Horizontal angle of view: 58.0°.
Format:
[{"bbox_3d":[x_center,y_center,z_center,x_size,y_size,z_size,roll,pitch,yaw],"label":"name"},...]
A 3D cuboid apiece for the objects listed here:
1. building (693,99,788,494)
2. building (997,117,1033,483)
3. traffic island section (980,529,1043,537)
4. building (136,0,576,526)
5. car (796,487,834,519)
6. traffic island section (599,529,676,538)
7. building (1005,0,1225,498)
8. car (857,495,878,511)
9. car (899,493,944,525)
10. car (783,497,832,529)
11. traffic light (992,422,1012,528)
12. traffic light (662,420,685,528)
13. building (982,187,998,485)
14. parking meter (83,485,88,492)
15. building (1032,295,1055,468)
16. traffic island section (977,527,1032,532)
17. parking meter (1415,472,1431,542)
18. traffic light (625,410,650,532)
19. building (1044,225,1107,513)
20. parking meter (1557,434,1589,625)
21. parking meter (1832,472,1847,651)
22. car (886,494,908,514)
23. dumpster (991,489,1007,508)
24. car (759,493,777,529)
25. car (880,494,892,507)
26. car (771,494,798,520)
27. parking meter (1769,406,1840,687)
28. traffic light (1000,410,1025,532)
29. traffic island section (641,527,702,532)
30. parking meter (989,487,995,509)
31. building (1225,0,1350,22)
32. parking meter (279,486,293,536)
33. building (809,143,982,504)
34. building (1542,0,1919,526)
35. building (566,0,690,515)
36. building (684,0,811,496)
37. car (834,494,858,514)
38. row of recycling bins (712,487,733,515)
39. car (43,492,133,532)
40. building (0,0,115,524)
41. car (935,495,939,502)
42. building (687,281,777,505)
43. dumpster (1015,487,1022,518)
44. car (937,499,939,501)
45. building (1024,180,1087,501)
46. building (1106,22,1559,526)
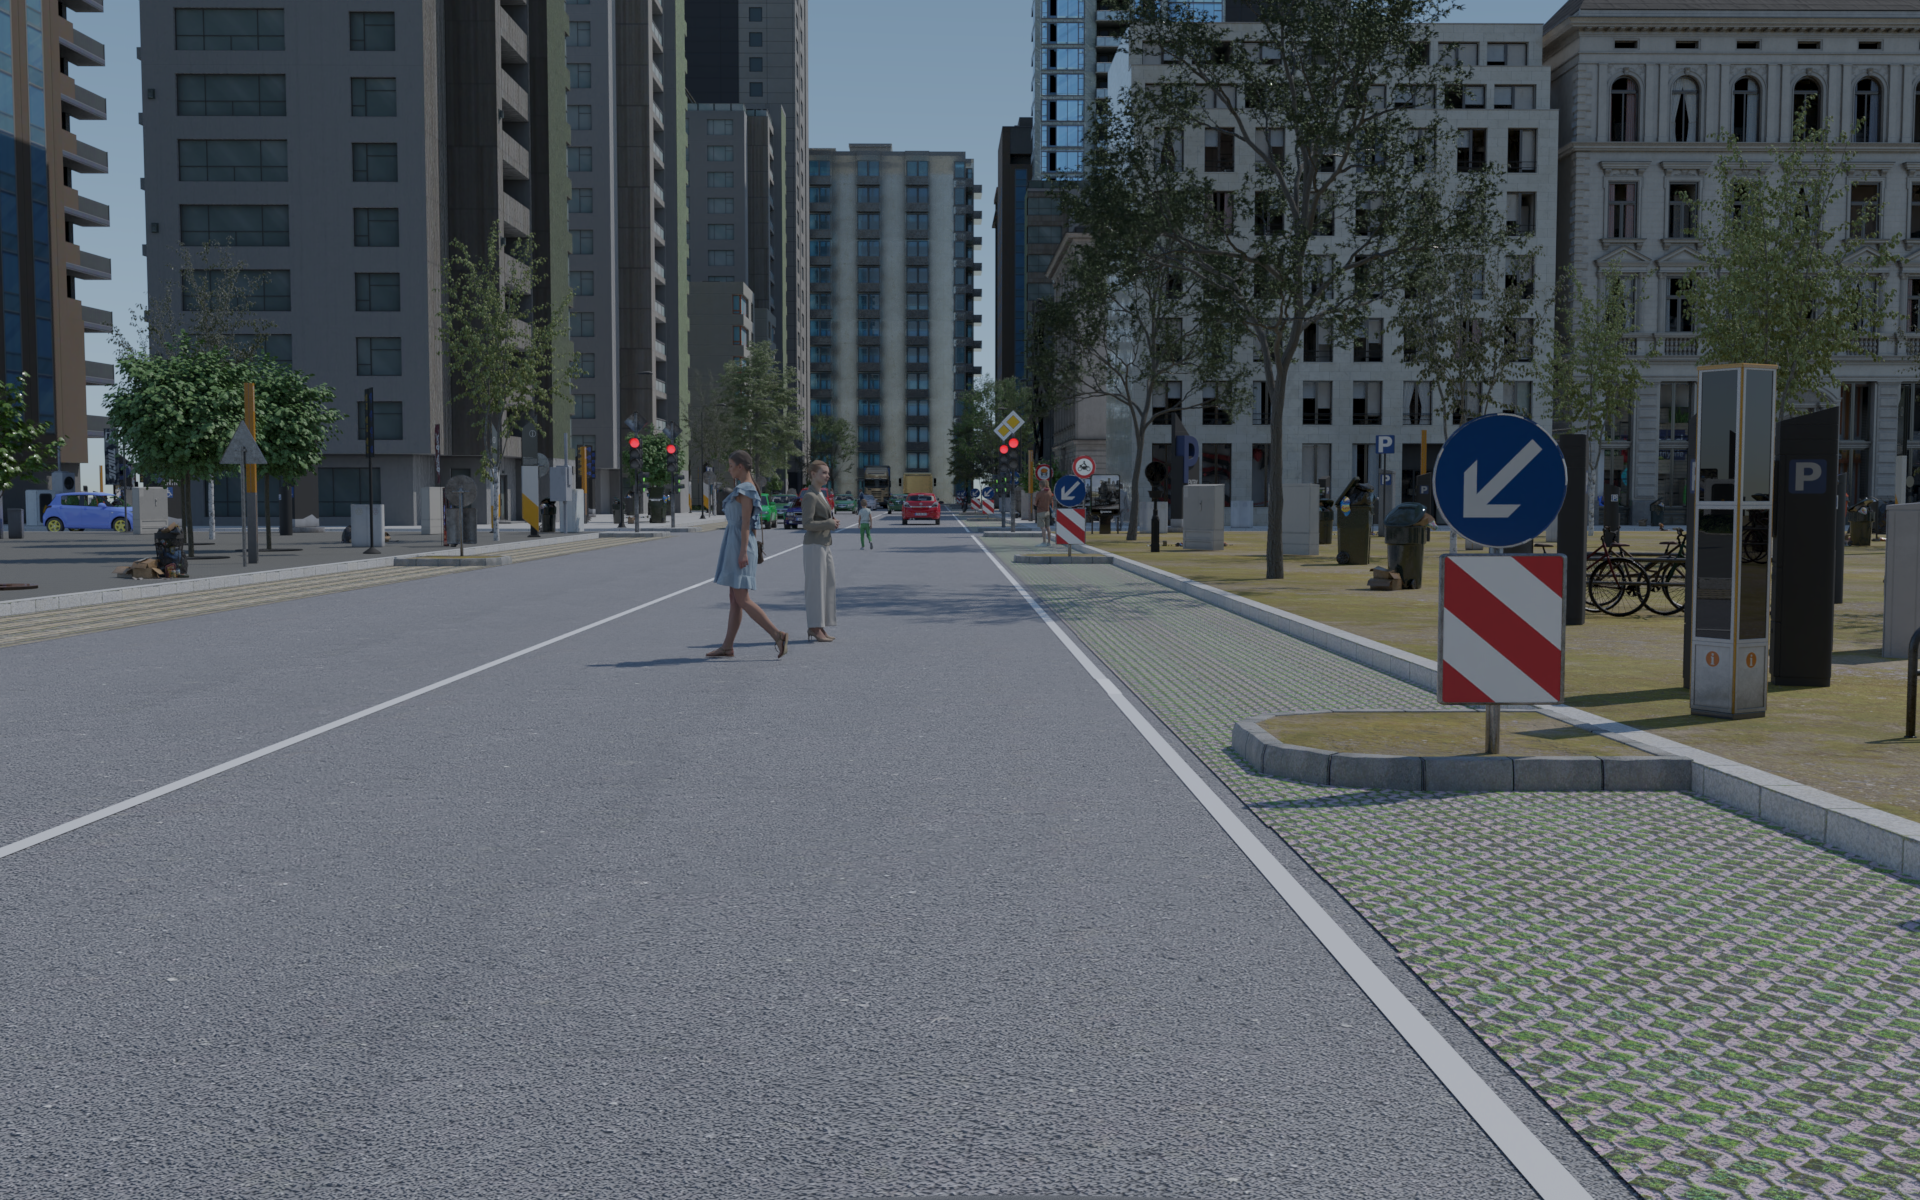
[{"bbox_3d":[-25.251,-30.144,176.444,14.154,41.232,14.086,0,4,-1],"label":"building"},{"bbox_3d":[11.631,-34.032,206.533,14.600,45.320,14.200,0,4,-1],"label":"building"},{"bbox_3d":[1.803,-2.197,58.201,2.009,0.180,2.903,0,4,-1],"label":"traffic island section"},{"bbox_3d":[-25.203,-18.526,74.598,14.160,30.474,14.107,0,4,-1],"label":"building"},{"bbox_3d":[-8.318,-5.536,99.190,2.281,1.827,5.304,0,4,-1],"label":"car"},{"bbox_3d":[-10.837,-2.186,58.021,2.009,0.180,2.903,0,4,-1],"label":"traffic island section"},{"bbox_3d":[16.371,-53.218,182.784,22.319,86.520,31.000,0,4,-1],"label":"building"},{"bbox_3d":[-8.259,-8.537,151.944,2.083,1.381,4.827,0,4,-1],"label":"car"},{"bbox_3d":[-1.827,-4.440,81.638,2.155,1.783,4.494,0,4,-1],"label":"car"},{"bbox_3d":[-6.263,-3.605,71.524,1.945,1.354,3.894,0,4,1],"label":"car"},{"bbox_3d":[1.646,-4.719,66.071,0.839,4.253,0.868,0,4,-1],"label":"traffic light"},{"bbox_3d":[-10.914,-4.706,65.872,0.839,4.253,0.868,0,4,-1],"label":"traffic light"},{"bbox_3d":[17.381,-35.703,238.366,28.867,44.769,22.147,0,4,-1],"label":"building"},{"bbox_3d":[-59.143,-6.817,117.167,0.255,1.863,0.399,-2,4,-34],"label":"parking meter"},{"bbox_3d":[13.870,-16.234,132.882,16.820,18.784,16.811,0,4,-1],"label":"building"},{"bbox_3d":[1.686,-2.685,66.185,2.009,0.180,2.903,0,4,-1],"label":"traffic island section"},{"bbox_3d":[12.509,-2.515,46.829,0.399,1.863,0.255,0,4,7],"label":"parking meter"},{"bbox_3d":[-10.797,-4.218,57.887,0.839,4.253,0.868,0,4,-1],"label":"traffic light"},{"bbox_3d":[11.168,-14.960,109.231,10.561,19.102,19.286,0,4,-1],"label":"building"},{"bbox_3d":[6.041,-0.696,17.086,0.255,1.863,0.399,2,4,24],"label":"parking meter"},{"bbox_3d":[6.990,-0.356,14.234,0.372,1.533,0.369,0,3,0],"label":"parking meter"},{"bbox_3d":[-4.278,-6.892,124.475,2.131,1.459,4.920,0,4,-1],"label":"car"},{"bbox_3d":[2.919,-7.567,129.478,1.264,1.857,1.865,0,4,-1],"label":"dumpster"},{"bbox_3d":[-8.601,-3.860,71.910,1.959,1.807,4.718,0,4,-2],"label":"car"},{"bbox_3d":[-8.314,-11.573,198.810,1.945,1.707,3.694,0,4,1],"label":"car"},{"bbox_3d":[-8.679,-4.514,85.596,2.131,1.459,4.920,0,4,-1],"label":"car"},{"bbox_3d":[5.638,-0.361,11.617,0.399,1.863,0.255,1,4,19],"label":"parking meter"},{"bbox_3d":[1.763,-4.230,58.087,0.839,4.253,0.868,0,4,-1],"label":"traffic light"},{"bbox_3d":[-10.954,-2.674,66.006,2.009,0.180,2.903,0,4,-1],"label":"traffic island section"},{"bbox_3d":[2.558,-8.096,138.080,0.255,1.863,0.399,3,5,42],"label":"parking meter"},{"bbox_3d":[33.111,-46.793,203.323,20.611,71.187,20.563,0,4,-1],"label":"building"},{"bbox_3d":[-20.869,-2.764,53.598,0.372,1.533,0.369,0,3,0],"label":"parking meter"},{"bbox_3d":[-12.297,-37.896,239.200,30.456,49.044,23.786,0,4,-1],"label":"building"},{"bbox_3d":[33.840,-15.014,74.357,19.941,23.489,11.050,0,4,-1],"label":"building"},{"bbox_3d":[-25.765,-26.279,113.253,14.154,41.232,14.086,0,4,-1],"label":"building"},{"bbox_3d":[-28.459,-46.685,201.550,20.611,71.187,20.563,0,4,-1],"label":"building"},{"bbox_3d":[-8.369,-6.922,124.968,2.131,1.459,4.920,0,4,-1],"label":"car"},{"bbox_3d":[-14.446,-6.038,105.839,1.069,1.692,3.534,-1,4,-16],"label":"row of recycling bins"},{"bbox_3d":[-30.928,-3.228,62.365,3.694,1.707,1.945,0,4,0],"label":"car"},{"bbox_3d":[-47.291,-25.961,74.568,14.200,45.320,14.600,0,4,-1],"label":"building"},{"bbox_3d":[-3.335,-10.986,191.980,2.083,1.381,4.827,0,4,1],"label":"car"},{"bbox_3d":[-31.650,-18.988,155.498,27.650,21.520,28.899,0,4,-1],"label":"building"},{"bbox_3d":[3.488,-5.248,91.555,1.264,1.857,1.865,0,4,-1],"label":"dumpster"},{"bbox_3d":[-2.619,-7.629,136.731,2.014,1.417,4.499,0,4,-1],"label":"car"},{"bbox_3d":[12.920,-23.867,161.924,14.160,30.474,14.107,0,4,-1],"label":"building"},{"bbox_3d":[15.175,-13.399,73.824,16.860,20.320,10.420,0,4,-1],"label":"building"}]
